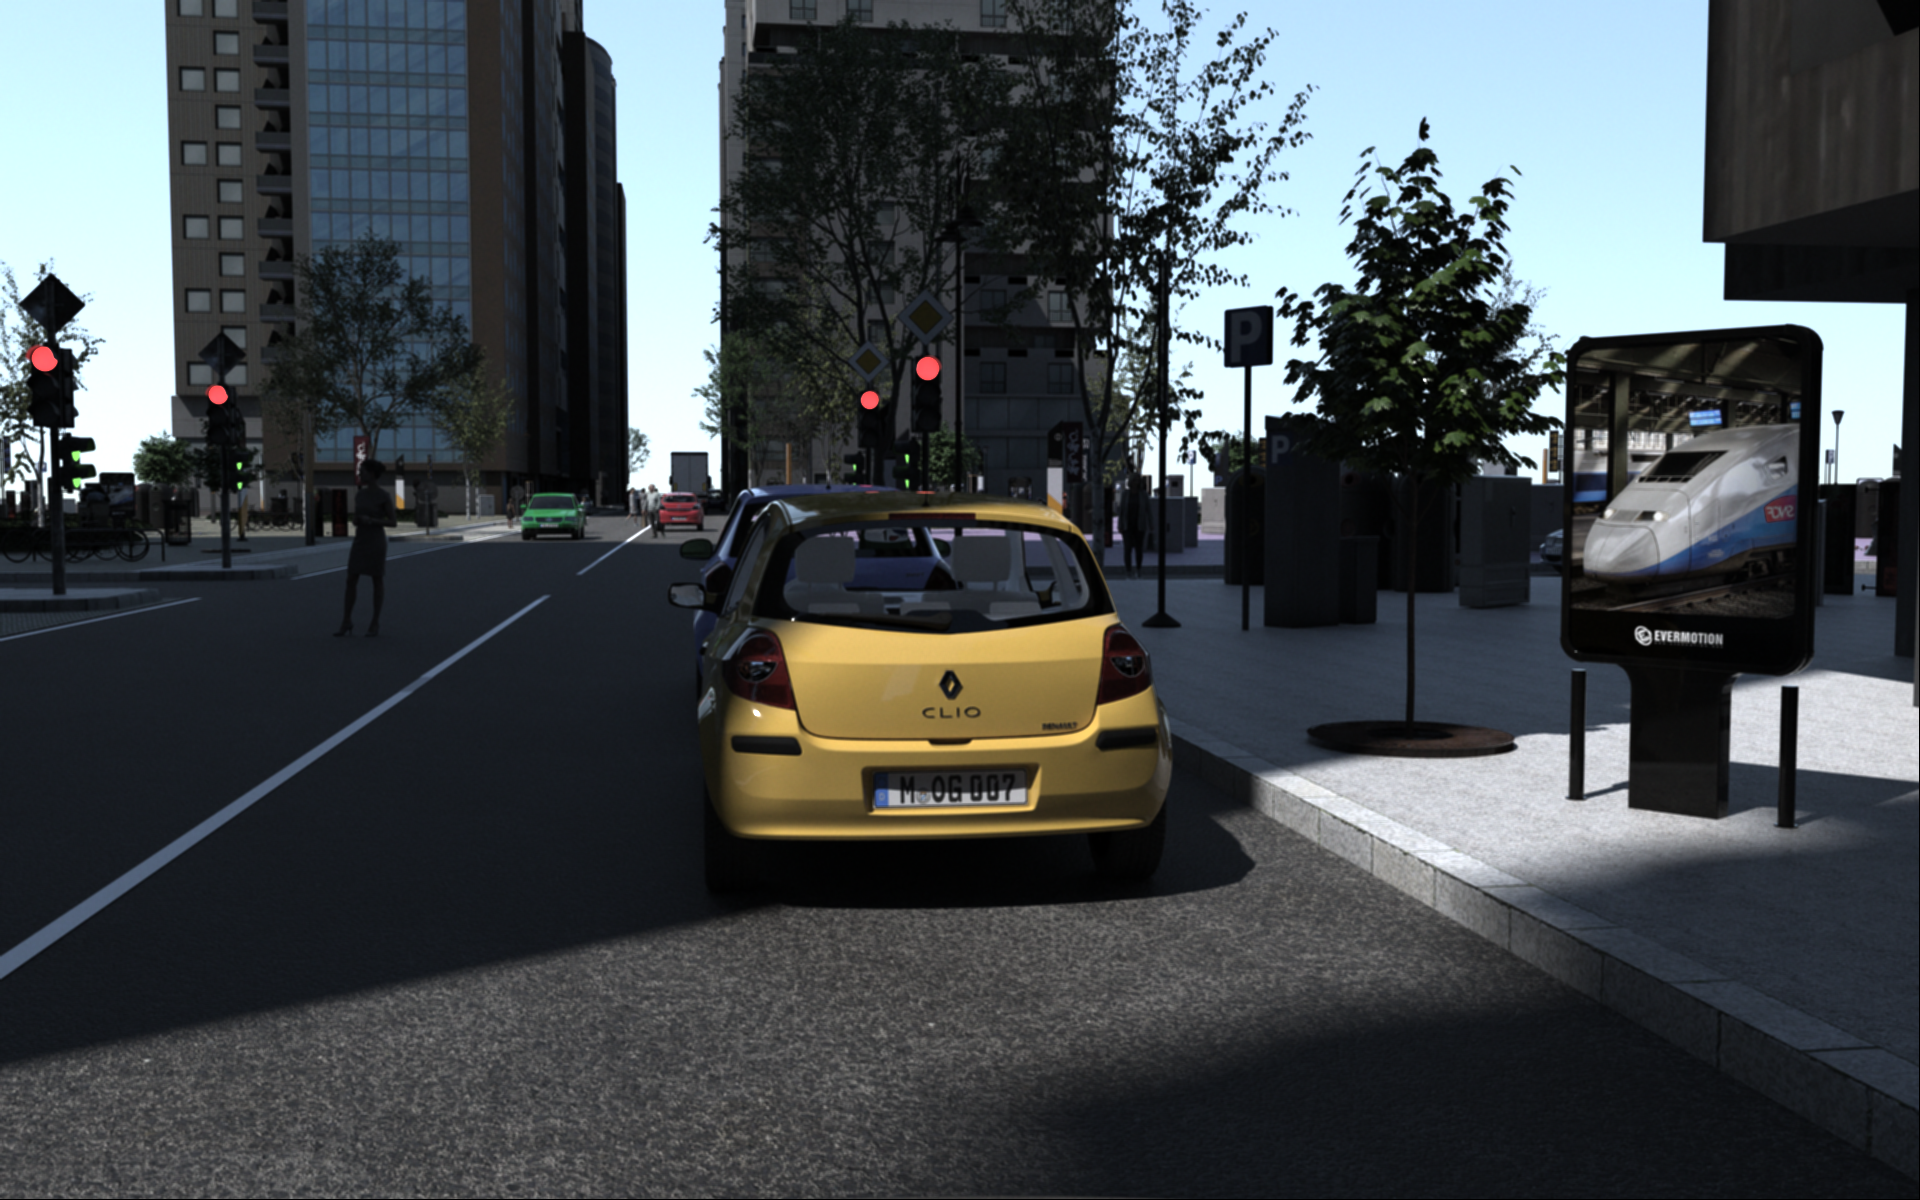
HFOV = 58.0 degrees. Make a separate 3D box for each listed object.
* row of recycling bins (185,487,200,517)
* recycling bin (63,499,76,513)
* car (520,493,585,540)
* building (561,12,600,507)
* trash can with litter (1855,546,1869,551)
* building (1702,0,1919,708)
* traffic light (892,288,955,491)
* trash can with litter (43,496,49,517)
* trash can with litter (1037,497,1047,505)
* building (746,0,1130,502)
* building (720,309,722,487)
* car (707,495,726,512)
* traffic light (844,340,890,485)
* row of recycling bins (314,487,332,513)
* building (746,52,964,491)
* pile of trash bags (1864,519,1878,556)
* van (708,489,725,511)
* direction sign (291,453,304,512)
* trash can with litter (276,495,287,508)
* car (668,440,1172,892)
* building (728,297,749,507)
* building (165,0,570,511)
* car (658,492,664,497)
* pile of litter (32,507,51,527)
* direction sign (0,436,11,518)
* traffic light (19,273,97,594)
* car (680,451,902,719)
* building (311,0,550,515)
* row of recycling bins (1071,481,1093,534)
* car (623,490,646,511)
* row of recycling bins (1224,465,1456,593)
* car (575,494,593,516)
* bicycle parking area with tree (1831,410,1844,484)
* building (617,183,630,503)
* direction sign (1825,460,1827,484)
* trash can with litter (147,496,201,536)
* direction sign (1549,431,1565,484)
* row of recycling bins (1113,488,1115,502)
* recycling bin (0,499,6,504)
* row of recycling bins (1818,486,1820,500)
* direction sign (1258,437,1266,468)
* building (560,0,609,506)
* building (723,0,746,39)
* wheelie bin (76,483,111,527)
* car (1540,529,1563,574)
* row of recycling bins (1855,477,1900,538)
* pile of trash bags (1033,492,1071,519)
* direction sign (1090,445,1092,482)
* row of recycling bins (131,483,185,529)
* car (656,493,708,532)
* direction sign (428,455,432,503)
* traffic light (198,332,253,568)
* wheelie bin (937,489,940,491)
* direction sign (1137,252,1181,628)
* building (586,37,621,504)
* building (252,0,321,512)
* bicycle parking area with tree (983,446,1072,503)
[{"bbox_3d":[-44.095,-5.523,97.406,3.534,1.692,1.069,2,4,30],"label":"row of recycling bins"},{"bbox_3d":[-49.726,-5.126,96.360,0.722,1.027,0.722,3,4,36],"label":"recycling bin"},{"bbox_3d":[-12.918,-2.830,55.059,1.959,1.807,4.718,-1,4,-10],"label":"car"},{"bbox_3d":[-42.045,-31.489,164.947,14.600,45.320,14.200,-1,4,-9],"label":"building"},{"bbox_3d":[20.703,-1.796,40.418,1.678,1.210,2.233,3,4,37],"label":"trash can with litter"},{"bbox_3d":[11.459,-14.417,7.426,14.160,30.474,14.107,-1,4,-9],"label":"building"},{"bbox_3d":[-0.494,-2.131,23.771,0.839,4.253,0.868,-1,4,-9],"label":"traffic light"},{"bbox_3d":[-44.090,-4.438,83.611,1.678,1.210,2.233,-1,4,-15],"label":"trash can with litter"},{"bbox_3d":[3.469,-3.476,68.228,1.055,1.170,0.624,-1,4,-9],"label":"trash can with litter"},{"bbox_3d":[-3.207,-33.621,138.936,28.713,52.752,27.495,-1,4,-9],"label":"building"},{"bbox_3d":[-28.569,-29.738,257.910,14.160,30.474,14.107,-1,4,-9],"label":"building"},{"bbox_3d":[-20.130,-7.916,142.013,1.945,1.354,3.894,-1,4,-10],"label":"car"},{"bbox_3d":[-1.692,-2.614,31.666,0.839,4.253,0.868,-1,4,-9],"label":"traffic light"},{"bbox_3d":[-36.142,-5.556,97.948,1.069,1.692,3.534,-1,4,-12],"label":"row of recycling bins"},{"bbox_3d":[-7.497,-21.178,117.969,14.160,30.474,14.107,-1,4,-9],"label":"building"},{"bbox_3d":[19.674,-1.589,35.739,1.912,1.369,3.447,3,5,39],"label":"pile of trash bags"},{"bbox_3d":[-21.259,-8.711,149.441,2.013,2.044,4.112,-1,4,-9],"label":"van"},{"bbox_3d":[-36.418,-6.322,95.355,0.379,3.537,0.876,2,4,26],"label":"direction sign"},{"bbox_3d":[-35.179,-4.884,90.917,2.233,1.210,1.678,-1,4,-22],"label":"trash can with litter"},{"bbox_3d":[-0.301,0.151,7.759,2.015,1.641,3.980,0,4,-8],"label":"car"},{"bbox_3d":[-8.334,-19.790,168.610,27.650,21.520,28.899,-1,4,-9],"label":"building"},{"bbox_3d":[-47.103,-33.843,142.576,28.713,52.752,27.495,-1,4,-9],"label":"building"},{"bbox_3d":[-28.014,-9.250,160.834,1.945,1.707,3.694,-1,4,-9],"label":"car"},{"bbox_3d":[-30.484,-2.689,57.935,1.176,0.858,1.719,-1,4,-8],"label":"pile of litter"},{"bbox_3d":[-37.176,-4.604,67.264,0.876,3.537,0.379,1,4,20],"label":"direction sign"},{"bbox_3d":[-11.527,-2.029,22.087,0.839,4.253,0.868,-1,4,-9],"label":"traffic light"},{"bbox_3d":[-0.980,-0.151,12.067,1.945,1.707,3.694,0,4,-8],"label":"car"},{"bbox_3d":[-36.618,-28.944,123.342,14.600,45.320,14.200,-1,4,-9],"label":"building"},{"bbox_3d":[4.184,-3.037,56.761,1.069,1.692,3.534,0,4,6],"label":"row of recycling bins"},{"bbox_3d":[-28.072,-8.661,150.282,2.281,1.827,5.304,-1,4,-10],"label":"car"},{"bbox_3d":[5.168,-1.021,23.801,3.534,1.692,1.069,3,5,44],"label":"row of recycling bins"},{"bbox_3d":[-25.672,-6.397,116.600,2.014,1.417,4.499,-1,4,-9],"label":"car"},{"bbox_3d":[27.674,-4.382,58.648,8.231,4.147,9.016,-1,4,-9],"label":"bicycle parking area with tree"},{"bbox_3d":[-53.624,-36.165,241.401,14.600,45.320,14.200,-1,4,-9],"label":"building"},{"bbox_3d":[52.741,-6.946,105.557,0.379,3.537,0.876,2,4,28],"label":"direction sign"},{"bbox_3d":[-24.658,-2.637,54.164,1.678,1.210,2.233,-1,4,-17],"label":"trash can with litter"},{"bbox_3d":[21.307,-4.251,61.499,0.379,3.537,0.876,-3,5,-41],"label":"direction sign"},{"bbox_3d":[9.769,-6.164,107.889,1.069,1.692,3.534,-1,4,-16],"label":"row of recycling bins"},{"bbox_3d":[-54.462,-5.259,98.545,0.722,1.027,0.722,2,4,24],"label":"recycling bin"},{"bbox_3d":[43.827,-5.208,92.258,3.534,1.692,1.069,2,4,25],"label":"row of recycling bins"},{"bbox_3d":[12.362,-4.733,69.381,0.876,3.537,0.379,-1,4,-14],"label":"direction sign"},{"bbox_3d":[-50.528,-46.254,194.507,20.563,71.187,20.611,-1,4,-9],"label":"building"},{"bbox_3d":[-17.588,-40.760,208.416,21.231,58.520,28.212,-1,4,-9],"label":"building"},{"bbox_3d":[-24.217,-2.478,48.418,0.980,1.594,0.693,2,4,28],"label":"wheelie bin"},{"bbox_3d":[12.452,-1.122,30.354,4.499,1.417,2.014,-1,4,-10],"label":"car"},{"bbox_3d":[27.585,-2.601,49.635,3.534,1.692,1.069,3,4,36],"label":"row of recycling bins"},{"bbox_3d":[3.510,-4.532,83.848,3.447,1.369,1.912,0,4,3],"label":"pile of trash bags"},{"bbox_3d":[5.652,-5.080,75.063,0.379,3.537,0.876,3,5,43],"label":"direction sign"},{"bbox_3d":[-30.588,-3.494,64.232,3.534,1.692,1.069,1,4,23],"label":"row of recycling bins"},{"bbox_3d":[-10.962,-3.598,67.863,2.155,1.783,4.494,0,4,-8],"label":"car"},{"bbox_3d":[-30.463,-6.579,99.570,0.379,3.537,0.876,-2,4,-29],"label":"direction sign"},{"bbox_3d":[-12.725,-2.511,29.982,0.839,4.253,0.868,-1,4,-9],"label":"traffic light"},{"bbox_3d":[-1.466,-5.958,105.327,0.980,1.594,0.693,-3,5,-41],"label":"wheelie bin"},{"bbox_3d":[1.953,-1.510,16.690,0.379,3.537,0.876,1,4,12],"label":"direction sign"},{"bbox_3d":[-54.548,-41.415,219.141,21.231,58.520,28.212,-1,4,-9],"label":"building"},{"bbox_3d":[-35.241,-28.080,109.215,14.600,45.320,14.200,-1,4,-9],"label":"building"},{"bbox_3d":[4.166,-7.179,104.384,8.231,4.147,9.016,0,4,6],"label":"bicycle parking area with tree"}]
